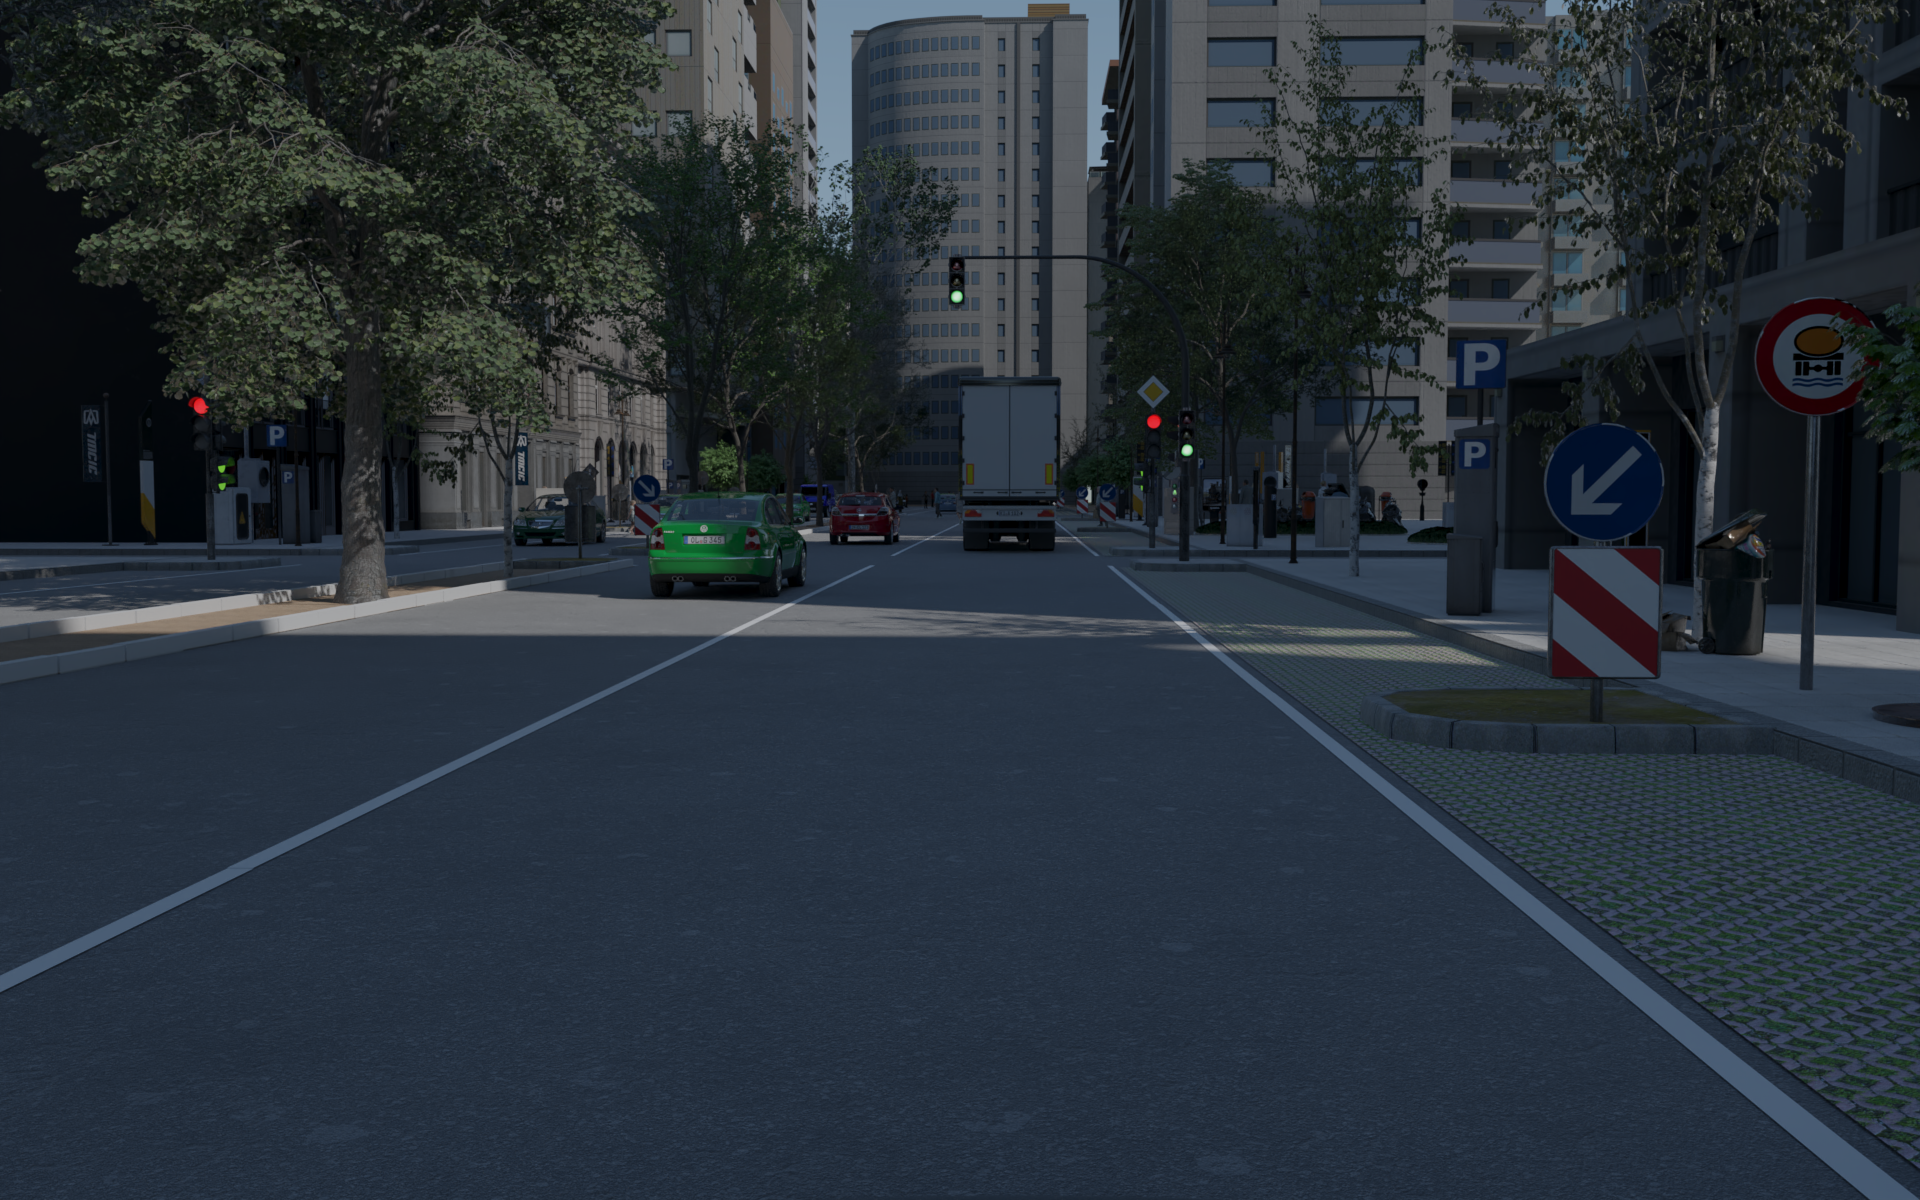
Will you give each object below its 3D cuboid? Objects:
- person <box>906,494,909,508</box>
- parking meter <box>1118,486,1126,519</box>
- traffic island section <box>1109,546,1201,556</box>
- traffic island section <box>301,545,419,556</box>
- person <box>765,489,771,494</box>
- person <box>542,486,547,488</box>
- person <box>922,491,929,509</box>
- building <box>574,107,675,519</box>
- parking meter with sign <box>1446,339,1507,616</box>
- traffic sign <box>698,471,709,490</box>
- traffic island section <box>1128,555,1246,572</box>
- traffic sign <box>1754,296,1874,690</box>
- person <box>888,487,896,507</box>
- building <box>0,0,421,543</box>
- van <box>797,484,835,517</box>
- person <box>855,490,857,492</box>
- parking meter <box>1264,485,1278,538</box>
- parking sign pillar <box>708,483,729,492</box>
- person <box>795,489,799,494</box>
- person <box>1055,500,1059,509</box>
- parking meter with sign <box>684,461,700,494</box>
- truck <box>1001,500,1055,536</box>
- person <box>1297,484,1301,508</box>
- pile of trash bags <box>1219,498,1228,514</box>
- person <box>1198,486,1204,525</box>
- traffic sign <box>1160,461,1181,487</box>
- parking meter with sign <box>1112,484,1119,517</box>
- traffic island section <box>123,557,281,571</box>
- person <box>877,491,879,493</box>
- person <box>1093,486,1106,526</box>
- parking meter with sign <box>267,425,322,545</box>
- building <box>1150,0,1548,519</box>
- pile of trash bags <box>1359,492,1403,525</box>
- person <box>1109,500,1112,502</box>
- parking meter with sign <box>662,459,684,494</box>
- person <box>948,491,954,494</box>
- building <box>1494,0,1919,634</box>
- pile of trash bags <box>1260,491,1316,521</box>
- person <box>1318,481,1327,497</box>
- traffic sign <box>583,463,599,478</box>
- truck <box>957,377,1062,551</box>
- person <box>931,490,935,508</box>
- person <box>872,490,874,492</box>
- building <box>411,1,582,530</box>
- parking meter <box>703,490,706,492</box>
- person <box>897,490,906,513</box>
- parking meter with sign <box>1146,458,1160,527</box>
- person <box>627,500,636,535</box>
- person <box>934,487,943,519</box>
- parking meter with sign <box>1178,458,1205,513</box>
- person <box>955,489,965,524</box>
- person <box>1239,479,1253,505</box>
[{"bbox_3d":[-5.519,-10.304,180.233,0.557,1.426,1.065,-1,4,-15],"label":"person"},{"bbox_3d":[8.392,-5.127,89.532,0.399,1.863,0.255,0,4,4],"label":"parking meter"},{"bbox_3d":[4.583,-1.152,41.119,2.009,0.180,2.903,0,4,2],"label":"traffic island section"},{"bbox_3d":[-14.346,-1.193,41.790,2.009,0.180,2.903,0,4,2],"label":"traffic island section"},{"bbox_3d":[-15.100,-7.968,135.949,1.348,1.869,0.705,-3,5,-43],"label":"person"},{"bbox_3d":[-17.174,-3.898,71.588,0.330,1.601,0.589,1,4,9],"label":"person"},{"bbox_3d":[-3.323,-9.922,171.447,1.217,1.735,0.721,-3,5,-41],"label":"person"},{"bbox_3d":[-23.934,-15.338,92.568,13.314,21.916,24.055,0,4,2],"label":"building"},{"bbox_3d":[5.616,-1.386,18.925,0.543,3.016,1.738,1,4,20],"label":"parking meter with sign"},{"bbox_3d":[-14.160,-5.808,95.063,0.768,2.556,0.104,0,4,4],"label":"traffic sign"},{"bbox_3d":[4.302,-0.664,33.139,2.009,0.180,2.903,0,4,2],"label":"traffic island section"},{"bbox_3d":[5.550,-0.683,11.281,0.768,2.556,0.104,1,4,12],"label":"traffic sign"},{"bbox_3d":[-3.402,-4.694,85.423,0.466,1.800,0.511,-2,4,-33],"label":"person"},{"bbox_3d":[-25.525,-13.657,52.976,12.332,23.373,15.834,0,4,2],"label":"building"},{"bbox_3d":[-8.968,-6.333,107.933,2.240,2.365,5.245,0,4,2],"label":"van"},{"bbox_3d":[-9.594,-9.150,158.558,0.683,1.767,0.568,1,4,22],"label":"person"},{"bbox_3d":[9.038,-2.569,50.416,0.372,1.533,0.369,0,3,0],"label":"parking meter"},{"bbox_3d":[-15.228,-7.378,109.104,1.447,3.967,1.447,0,4,0],"label":"parking sign pillar"},{"bbox_3d":[-15.474,-9.653,164.584,1.217,1.743,0.721,3,4,39],"label":"person"},{"bbox_3d":[9.258,-9.639,166.543,0.683,1.767,0.568,-3,4,-36],"label":"person"},{"bbox_3d":[-14.663,-5.843,91.788,0.543,3.016,1.738,3,5,45],"label":"parking meter with sign"},{"bbox_3d":[2.230,-4.521,62.837,2.839,4.237,11.283,0,4,2],"label":"truck"},{"bbox_3d":[15.600,-4.666,82.544,1.509,1.804,0.699,-1,4,-9],"label":"person"},{"bbox_3d":[12.381,-3.947,74.291,3.447,1.369,1.912,-2,4,-24],"label":"pile of trash bags"},{"bbox_3d":[9.180,-3.758,67.291,0.447,1.846,0.655,-3,4,-39],"label":"person"},{"bbox_3d":[7.814,-3.926,64.292,0.768,2.556,0.104,0,4,3],"label":"traffic sign"},{"bbox_3d":[8.807,-6.196,97.563,0.543,3.016,1.738,1,4,19],"label":"parking meter with sign"},{"bbox_3d":[-14.628,-0.705,33.810,2.009,0.180,2.903,0,4,2],"label":"traffic island section"},{"bbox_3d":[-8.405,-10.378,178.623,0.568,1.767,0.683,-2,4,-35],"label":"person"},{"bbox_3d":[6.188,-4.123,76.401,0.515,1.767,0.782,-1,4,-15],"label":"person"},{"bbox_3d":[-17.049,-2.950,44.496,0.543,3.016,1.738,1,4,9],"label":"parking meter with sign"},{"bbox_3d":[21.668,-34.162,100.548,21.231,58.520,28.212,0,4,2],"label":"building"},{"bbox_3d":[15.421,-3.291,63.552,1.912,1.369,3.447,1,4,21],"label":"pile of trash bags"},{"bbox_3d":[11.071,-7.425,127.080,0.705,1.869,1.348,0,4,-8],"label":"person"},{"bbox_3d":[-14.376,-5.520,86.520,0.543,3.016,1.738,0,4,4],"label":"parking meter with sign"},{"bbox_3d":[-0.866,-9.595,166.174,0.742,1.727,0.445,1,4,20],"label":"person"},{"bbox_3d":[19.116,-35.425,17.455,20.563,71.187,20.611,0,4,2],"label":"building"},{"bbox_3d":[11.505,-3.036,59.390,1.912,1.369,3.447,0,4,-8],"label":"pile of trash bags"},{"bbox_3d":[14.001,-3.702,66.799,0.641,1.798,0.478,-2,4,-32],"label":"person"},{"bbox_3d":[-15.666,-4.501,73.328,0.795,2.593,0.064,0,4,7],"label":"traffic sign"},{"bbox_3d":[1.320,-3.551,46.971,2.839,4.237,11.283,0,4,1],"label":"truck"},{"bbox_3d":[-2.895,-10.795,184.928,0.705,1.831,1.348,1,4,18],"label":"person"},{"bbox_3d":[-8.829,-10.236,175.816,1.348,1.831,0.705,-2,4,-27],"label":"person"},{"bbox_3d":[-22.533,-13.566,70.953,9.793,20.994,18.267,0,4,2],"label":"building"},{"bbox_3d":[-15.936,-6.068,107.626,0.372,1.533,0.369,0,3,0],"label":"parking meter"},{"bbox_3d":[-4.504,-7.583,133.217,0.721,1.736,1.217,2,4,29],"label":"person"},{"bbox_3d":[7.513,-4.348,67.352,0.543,3.016,1.738,0,4,7],"label":"parking meter with sign"},{"bbox_3d":[-11.664,-2.923,61.312,0.382,1.210,0.505,-2,4,-25],"label":"person"},{"bbox_3d":[-1.264,-5.674,101.290,0.620,1.820,0.660,1,4,14],"label":"person"},{"bbox_3d":[10.756,-5.267,82.370,1.738,3.016,0.543,-2,4,-24],"label":"parking meter with sign"},{"bbox_3d":[0.032,-4.486,82.604,0.466,1.731,0.760,-1,4,-13],"label":"person"},{"bbox_3d":[10.348,-3.440,62.392,0.635,1.810,0.391,-2,4,-29],"label":"person"}]
